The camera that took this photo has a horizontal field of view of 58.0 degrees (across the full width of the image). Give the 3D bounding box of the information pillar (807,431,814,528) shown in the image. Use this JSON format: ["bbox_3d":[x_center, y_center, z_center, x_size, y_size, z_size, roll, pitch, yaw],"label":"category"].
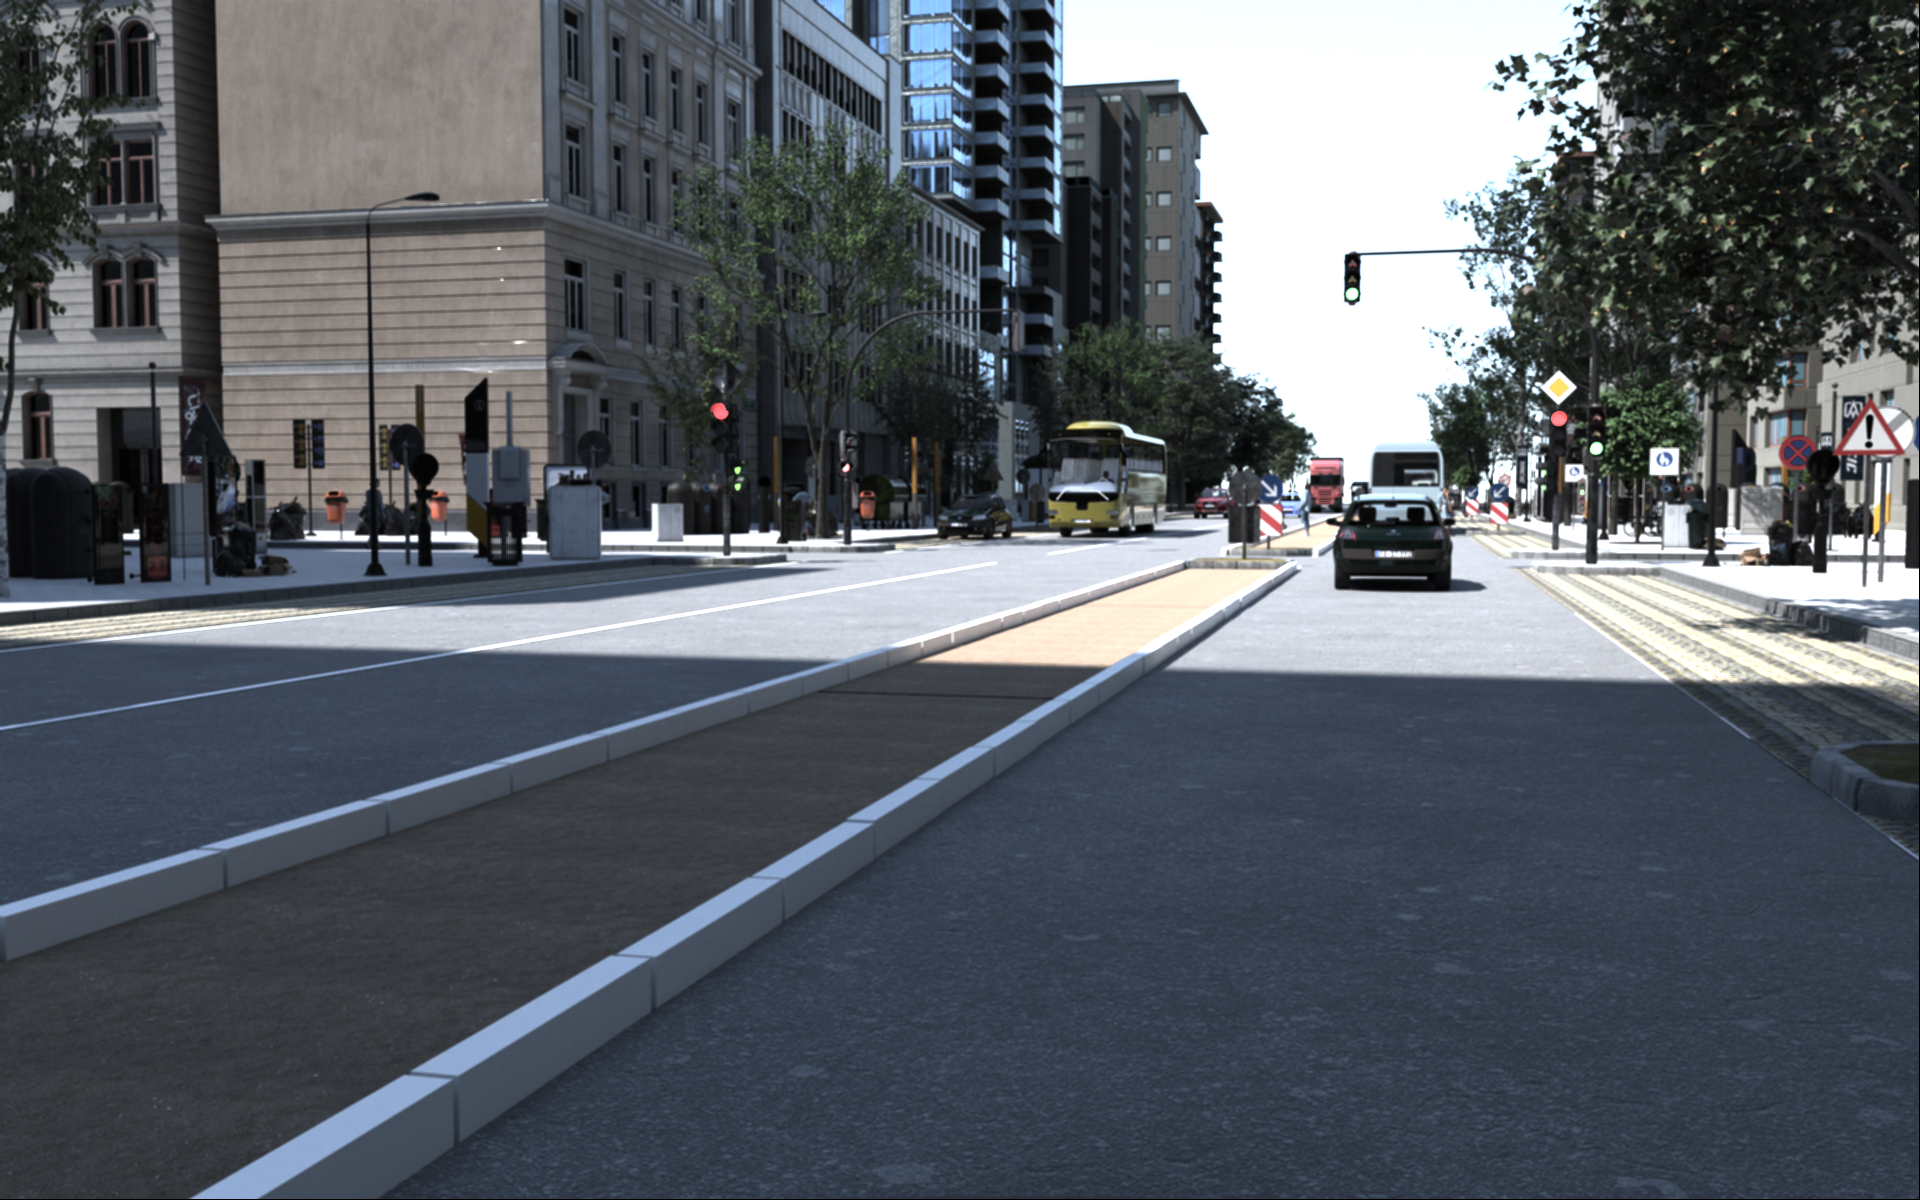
[{"bbox_3d":[-5.539,-4.486,64.695,0.183,3.616,0.504,1,4,22],"label":"information pillar"}]

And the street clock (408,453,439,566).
[{"bbox_3d":[-9.518,-1.602,30.771,0.471,2.002,0.358,-3,4,-37],"label":"street clock"}]

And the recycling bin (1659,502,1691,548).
[{"bbox_3d":[17.136,-1.757,41.277,0.722,1.027,0.722,1,4,23],"label":"recycling bin"}]

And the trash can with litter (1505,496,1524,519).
[{"bbox_3d":[28.241,-4.725,88.642,0.624,1.170,1.055,0,4,-2],"label":"trash can with litter"}]

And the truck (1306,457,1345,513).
[{"bbox_3d":[28.303,-8.849,133.602,2.839,4.237,11.283,1,4,13],"label":"truck"}]

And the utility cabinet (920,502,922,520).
[{"bbox_3d":[-2.030,-4.516,84.994,0.306,1.237,1.020,1,4,16],"label":"utility cabinet"}]

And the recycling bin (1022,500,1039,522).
[{"bbox_3d":[3.344,-4.148,80.376,0.722,1.027,0.722,3,4,39],"label":"recycling bin"}]

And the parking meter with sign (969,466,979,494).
[{"bbox_3d":[1.271,-6.777,107.056,0.543,3.016,1.738,-2,4,-34],"label":"parking meter with sign"}]

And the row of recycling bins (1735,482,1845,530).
[{"bbox_3d":[28.884,-3.255,60.329,3.534,1.692,1.069,3,5,40],"label":"row of recycling bins"}]

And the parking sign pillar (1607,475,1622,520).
[{"bbox_3d":[32.797,-6.039,87.205,1.447,3.967,1.447,2,4,27],"label":"parking sign pillar"}]

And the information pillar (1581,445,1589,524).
[{"bbox_3d":[26.847,-5.076,74.355,0.183,3.616,0.504,-1,4,-21],"label":"information pillar"}]

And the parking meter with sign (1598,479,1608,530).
[{"bbox_3d":[23.228,-4.074,62.867,0.543,3.016,1.738,2,4,31],"label":"parking meter with sign"}]

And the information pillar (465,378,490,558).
[{"bbox_3d":[-9.721,-2.666,34.943,0.504,3.616,0.183,1,4,13],"label":"information pillar"}]

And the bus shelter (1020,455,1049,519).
[{"bbox_3d":[4.746,-6.026,92.452,2.014,3.302,5.546,1,4,14],"label":"bus shelter"}]

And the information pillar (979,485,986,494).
[{"bbox_3d":[1.326,-6.017,102.867,0.304,2.012,0.304,-1,4,-23],"label":"information pillar"}]

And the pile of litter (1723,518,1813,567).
[{"bbox_3d":[14.581,-1.052,31.161,1.719,0.858,1.176,1,4,9],"label":"pile of litter"}]

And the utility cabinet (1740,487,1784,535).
[{"bbox_3d":[24.766,-2.742,53.509,1.173,1.500,0.318,2,4,29],"label":"utility cabinet"}]

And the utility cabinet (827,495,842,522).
[{"bbox_3d":[-5.712,-4.184,79.573,1.020,1.237,0.306,2,4,27],"label":"utility cabinet"}]

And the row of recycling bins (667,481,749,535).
[{"bbox_3d":[-8.074,-2.950,55.350,1.069,1.692,3.534,2,4,32],"label":"row of recycling bins"}]

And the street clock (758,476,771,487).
[{"bbox_3d":[-7.967,-4.039,70.605,0.471,2.002,0.358,-2,4,-25],"label":"street clock"}]

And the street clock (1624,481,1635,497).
[{"bbox_3d":[30.312,-4.520,78.468,0.471,2.002,0.358,1,4,18],"label":"street clock"}]

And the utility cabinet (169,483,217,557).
[{"bbox_3d":[-15.682,-1.631,35.351,0.318,1.500,1.173,1,4,20],"label":"utility cabinet"}]

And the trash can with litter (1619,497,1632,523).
[{"bbox_3d":[29.917,-4.038,77.416,1.055,1.170,0.624,-3,5,-45],"label":"trash can with litter"}]

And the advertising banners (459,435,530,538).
[{"bbox_3d":[-13.570,-3.319,50.458,2.074,3.025,0.090,0,4,4],"label":"advertising banners"}]

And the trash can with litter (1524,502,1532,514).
[{"bbox_3d":[36.342,-6.037,110.094,1.055,1.170,0.624,2,4,34],"label":"trash can with litter"}]

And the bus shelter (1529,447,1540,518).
[{"bbox_3d":[30.386,-6.000,89.378,1.731,3.624,6.357,1,4,14],"label":"bus shelter"}]

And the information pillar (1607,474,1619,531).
[{"bbox_3d":[22.522,-3.378,59.722,0.304,2.012,0.304,2,4,27],"label":"information pillar"}]

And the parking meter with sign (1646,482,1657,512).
[{"bbox_3d":[42.445,-6.816,107.699,1.738,3.016,0.543,2,4,25],"label":"parking meter with sign"}]

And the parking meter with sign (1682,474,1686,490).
[{"bbox_3d":[45.038,-6.796,107.382,0.543,3.016,1.738,3,4,36],"label":"parking meter with sign"}]

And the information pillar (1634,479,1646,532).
[{"bbox_3d":[22.872,-3.289,58.269,0.304,2.012,0.304,2,4,32],"label":"information pillar"}]

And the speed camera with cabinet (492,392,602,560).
[{"bbox_3d":[-8.070,-2.419,33.881,2.038,3.252,0.660,-1,4,-8],"label":"speed camera with cabinet"}]

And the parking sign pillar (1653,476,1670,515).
[{"bbox_3d":[43.111,-7.194,106.098,1.447,3.967,1.447,1,4,9],"label":"parking sign pillar"}]

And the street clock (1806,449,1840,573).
[{"bbox_3d":[13.958,-1.437,28.064,0.471,2.002,0.358,1,4,16],"label":"street clock"}]

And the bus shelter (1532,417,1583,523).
[{"bbox_3d":[28.012,-6.337,81.250,2.179,5.291,8.768,1,4,15],"label":"bus shelter"}]

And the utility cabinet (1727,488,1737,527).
[{"bbox_3d":[30.128,-3.613,67.752,0.318,1.500,1.173,0,4,-4],"label":"utility cabinet"}]

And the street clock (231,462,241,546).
[{"bbox_3d":[-15.906,-2.032,37.800,0.358,2.002,0.471,0,4,5],"label":"street clock"}]

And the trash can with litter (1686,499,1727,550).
[{"bbox_3d":[17.268,-1.748,39.961,0.624,1.170,1.055,-1,4,-17],"label":"trash can with litter"}]

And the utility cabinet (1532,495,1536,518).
[{"bbox_3d":[31.526,-5.116,94.814,0.306,1.237,1.020,2,4,23],"label":"utility cabinet"}]

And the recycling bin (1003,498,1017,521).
[{"bbox_3d":[2.308,-4.327,83.299,0.722,1.027,0.722,-1,4,-17],"label":"recycling bin"}]

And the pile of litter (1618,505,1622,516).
[{"bbox_3d":[36.997,-4.990,95.548,1.176,0.858,1.719,-2,4,-29],"label":"pile of litter"}]

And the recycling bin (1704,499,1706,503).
[{"bbox_3d":[38.516,-4.674,88.968,0.722,1.027,0.722,-1,4,-19],"label":"recycling bin"}]

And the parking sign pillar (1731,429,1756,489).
[{"bbox_3d":[32.676,-5.123,72.229,1.447,3.967,1.447,-3,4,-38],"label":"parking sign pillar"}]

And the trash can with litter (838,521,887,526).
[{"bbox_3d":[-3.811,-3.584,69.657,2.233,1.210,1.678,0,4,-5],"label":"trash can with litter"}]

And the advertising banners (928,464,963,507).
[{"bbox_3d":[-0.841,-6.240,98.218,2.074,3.025,0.090,1,4,13],"label":"advertising banners"}]

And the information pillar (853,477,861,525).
[{"bbox_3d":[-4.317,-4.180,72.838,0.304,2.012,0.304,-1,4,-11],"label":"information pillar"}]

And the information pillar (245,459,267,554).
[{"bbox_3d":[-15.013,-1.985,36.943,0.304,2.012,0.304,3,5,41],"label":"information pillar"}]

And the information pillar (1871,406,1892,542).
[{"bbox_3d":[24.511,-3.341,45.988,0.183,3.616,0.504,-1,4,-15],"label":"information pillar"}]

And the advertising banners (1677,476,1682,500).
[{"bbox_3d":[30.620,-4.728,73.483,0.090,3.025,2.074,1,4,12],"label":"advertising banners"}]

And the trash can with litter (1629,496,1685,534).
[{"bbox_3d":[22.408,-2.704,55.276,2.233,1.210,1.678,0,4,1],"label":"trash can with litter"}]

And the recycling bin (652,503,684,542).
[{"bbox_3d":[-7.879,-2.086,46.663,0.722,1.027,0.722,-1,4,-22],"label":"recycling bin"}]

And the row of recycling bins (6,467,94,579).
[{"bbox_3d":[-14.701,-1.240,27.379,3.534,1.692,1.069,3,5,44],"label":"row of recycling bins"}]

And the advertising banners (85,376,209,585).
[{"bbox_3d":[-11.770,-1.775,25.209,0.090,3.025,2.074,2,4,28],"label":"advertising banners"}]

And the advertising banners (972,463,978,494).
[{"bbox_3d":[0.843,-6.091,95.771,0.090,3.025,2.074,0,4,-7],"label":"advertising banners"}]

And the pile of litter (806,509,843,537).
[{"bbox_3d":[-4.212,-2.338,52.195,1.176,0.858,1.719,-2,4,-29],"label":"pile of litter"}]

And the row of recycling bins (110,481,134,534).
[{"bbox_3d":[-28.548,-3.033,56.709,3.534,1.692,1.069,1,4,20],"label":"row of recycling bins"}]

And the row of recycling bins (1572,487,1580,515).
[{"bbox_3d":[38.199,-6.027,105.660,3.534,1.692,1.069,1,4,11],"label":"row of recycling bins"}]

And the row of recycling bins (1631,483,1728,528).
[{"bbox_3d":[27.660,-3.639,66.614,3.534,1.692,1.069,2,4,35],"label":"row of recycling bins"}]

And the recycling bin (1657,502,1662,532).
[{"bbox_3d":[23.648,-2.747,57.465,0.722,1.027,0.722,-1,4,-22],"label":"recycling bin"}]

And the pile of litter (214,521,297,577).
[{"bbox_3d":[-11.135,-0.828,27.501,1.176,0.858,1.719,1,4,20],"label":"pile of litter"}]
